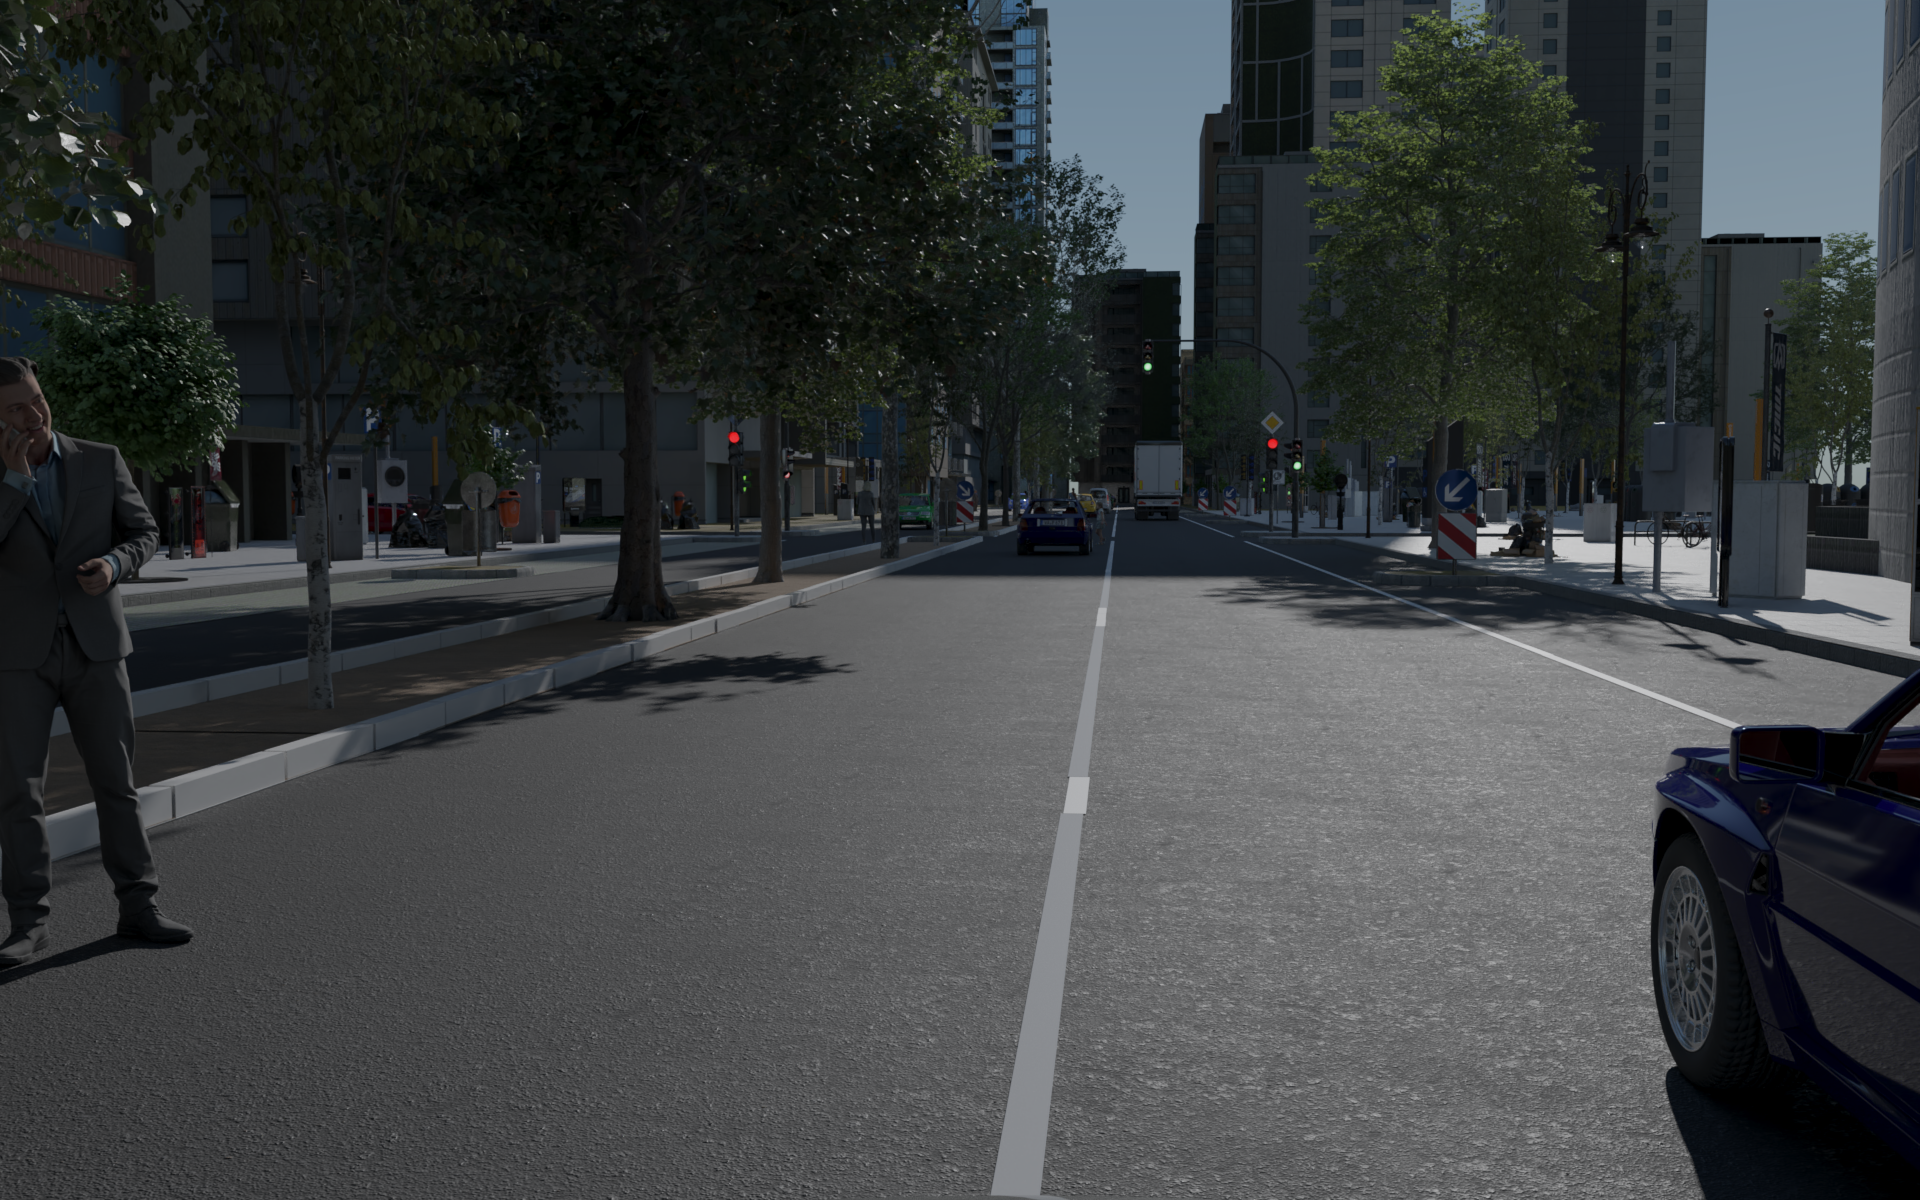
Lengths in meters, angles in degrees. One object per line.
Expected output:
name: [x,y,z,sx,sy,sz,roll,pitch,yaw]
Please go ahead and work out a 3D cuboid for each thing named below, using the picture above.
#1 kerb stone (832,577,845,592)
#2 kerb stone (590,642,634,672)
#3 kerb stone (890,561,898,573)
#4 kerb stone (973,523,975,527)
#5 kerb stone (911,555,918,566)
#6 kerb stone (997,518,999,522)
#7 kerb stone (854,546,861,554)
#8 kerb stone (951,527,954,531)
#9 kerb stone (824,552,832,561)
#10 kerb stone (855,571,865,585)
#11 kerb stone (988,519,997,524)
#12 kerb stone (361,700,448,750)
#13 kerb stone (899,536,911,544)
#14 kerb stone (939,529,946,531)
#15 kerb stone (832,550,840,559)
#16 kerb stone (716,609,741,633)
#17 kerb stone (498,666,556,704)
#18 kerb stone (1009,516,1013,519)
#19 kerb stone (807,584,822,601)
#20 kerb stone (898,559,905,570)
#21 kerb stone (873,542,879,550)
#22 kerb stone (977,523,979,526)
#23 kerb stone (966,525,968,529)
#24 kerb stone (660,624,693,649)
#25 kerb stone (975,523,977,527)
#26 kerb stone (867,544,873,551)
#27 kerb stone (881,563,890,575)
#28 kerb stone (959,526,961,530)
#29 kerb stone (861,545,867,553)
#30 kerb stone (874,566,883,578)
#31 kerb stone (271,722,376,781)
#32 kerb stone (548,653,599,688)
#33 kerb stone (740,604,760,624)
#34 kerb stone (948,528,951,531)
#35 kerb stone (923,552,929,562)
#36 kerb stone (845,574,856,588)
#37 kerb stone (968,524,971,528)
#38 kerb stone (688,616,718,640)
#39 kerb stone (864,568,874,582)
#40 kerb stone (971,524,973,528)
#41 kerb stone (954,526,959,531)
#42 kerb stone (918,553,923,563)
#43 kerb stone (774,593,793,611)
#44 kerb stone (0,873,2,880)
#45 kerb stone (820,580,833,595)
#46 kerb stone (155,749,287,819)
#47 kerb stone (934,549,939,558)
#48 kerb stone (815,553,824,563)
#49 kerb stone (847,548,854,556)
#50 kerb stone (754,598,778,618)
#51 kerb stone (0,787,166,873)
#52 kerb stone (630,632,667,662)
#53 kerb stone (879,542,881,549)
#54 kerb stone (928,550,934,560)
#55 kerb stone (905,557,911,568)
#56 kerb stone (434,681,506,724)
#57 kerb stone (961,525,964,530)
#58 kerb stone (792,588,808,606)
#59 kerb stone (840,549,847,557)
kerb stone: [-1.874,-0.203,25.512,0.120,0.150,1.000,0,4,5]
kerb stone: [-2.911,0.485,14.274,0.120,0.150,1.000,0,4,5]
kerb stone: [-1.306,-0.577,31.637,0.120,0.150,1.000,0,4,5]
kerb stone: [0.415,-3.116,73.178,0.120,0.150,1.000,0,4,5]
kerb stone: [-1.016,-0.761,34.703,0.120,0.150,1.000,0,4,5]
kerb stone: [1.724,-3.993,87.481,0.120,0.150,1.000,0,4,5]
kerb stone: [-2.549,-1.152,41.027,0.120,0.150,1.000,0,4,5]
kerb stone: [-0.437,-2.555,63.971,0.120,0.150,1.000,0,4,5]
kerb stone: [-2.929,-0.901,36.931,0.120,0.150,1.000,0,4,5]
kerb stone: [-1.678,-0.328,27.555,0.120,0.150,1.000,0,4,5]
kerb stone: [1.637,-3.929,86.458,0.120,0.150,1.000,0,4,5]
kerb stone: [-3.278,0.735,10.180,0.120,0.150,1.000,0,4,5]
kerb stone: [-1.619,-1.776,51.227,0.120,0.150,1.000,0,4,5]
kerb stone: [-0.619,-2.431,61.935,0.120,0.150,1.000,0,4,5]
kerb stone: [-2.827,-0.962,37.948,0.120,0.150,1.000,0,4,5]
kerb stone: [-2.515,0.234,18.364,0.120,0.150,1.000,0,4,5]
kerb stone: [-3.096,0.612,12.236,0.120,0.150,1.000,0,4,5]
kerb stone: [3.139,-4.929,102.778,0.120,0.150,1.000,0,4,5]
kerb stone: [-2.051,-0.078,23.471,0.120,0.150,1.000,0,4,5]
kerb stone: [-1.209,-0.635,32.657,0.120,0.150,1.000,0,4,5]
kerb stone: [-2.263,-1.339,44.087,0.120,0.150,1.000,0,4,5]
kerb stone: [0.597,-3.237,75.221,0.120,0.150,1.000,0,4,5]
kerb stone: [0.119,-2.930,70.108,0.120,0.150,1.000,0,4,5]
kerb stone: [-2.720,0.359,16.329,0.120,0.150,1.000,0,4,5]
kerb stone: [0.507,-3.179,74.197,0.120,0.150,1.000,0,4,5]
kerb stone: [-2.365,-1.276,43.064,0.120,0.150,1.000,0,4,5]
kerb stone: [-1.400,-0.515,30.614,0.120,0.150,1.000,0,4,5]
kerb stone: [-0.153,-2.743,67.046,0.120,0.150,1.000,0,4,5]
kerb stone: [-2.451,-1.214,42.046,0.120,0.150,1.000,0,4,5]
kerb stone: [-1.494,-0.447,29.597,0.120,0.150,1.000,0,4,5]
kerb stone: [-3.374,0.798,9.156,0.120,0.150,1.000,0,4,5]
kerb stone: [-2.991,0.547,13.255,0.120,0.150,1.000,0,4,5]
kerb stone: [-2.431,0.179,19.388,0.120,0.150,1.000,0,4,5]
kerb stone: [-0.535,-2.493,62.953,0.120,0.150,1.000,0,4,5]
kerb stone: [-0.831,-0.890,36.746,0.120,0.150,1.000,0,4,5]
kerb stone: [-1.773,-0.266,26.537,0.120,0.150,1.000,0,4,5]
kerb stone: [0.228,-2.993,71.135,0.120,0.150,1.000,0,4,5]
kerb stone: [-2.623,0.297,17.348,0.120,0.150,1.000,0,4,5]
kerb stone: [-1.588,-0.390,28.576,0.120,0.150,1.000,0,4,5]
kerb stone: [0.320,-3.056,72.158,0.120,0.150,1.000,0,4,5]
kerb stone: [-0.250,-2.680,66.022,0.120,0.150,1.000,0,4,5]
kerb stone: [-0.930,-0.827,35.723,0.120,0.150,1.000,0,4,5]
kerb stone: [-2.250,0.046,21.436,0.120,0.150,1.000,0,4,5]
kerb stone: [-3.657,0.985,6.089,0.120,0.150,1.000,0,4,5]
kerb stone: [-1.973,-0.140,24.491,0.120,0.150,1.000,0,4,5]
kerb stone: [-3.466,0.861,8.124,0.120,0.150,1.000,0,4,5]
kerb stone: [-0.645,-1.015,38.796,0.120,0.150,1.000,0,4,5]
kerb stone: [-3.017,-0.839,35.913,0.120,0.150,1.000,0,4,5]
kerb stone: [-2.641,-1.088,40.003,0.120,0.150,1.000,0,4,5]
kerb stone: [-2.339,0.109,20.416,0.120,0.150,1.000,0,4,5]
kerb stone: [-3.564,0.925,7.107,0.120,0.150,1.000,0,4,5]
kerb stone: [-2.800,0.424,15.302,0.120,0.150,1.000,0,4,5]
kerb stone: [-2.171,-1.401,45.105,0.120,0.150,1.000,0,4,5]
kerb stone: [-0.739,-0.947,37.765,0.120,0.150,1.000,0,4,5]
kerb stone: [-1.113,-0.699,33.686,0.120,0.150,1.000,0,4,5]
kerb stone: [-3.190,0.672,11.206,0.120,0.150,1.000,0,4,5]
kerb stone: [-0.060,-2.806,68.067,0.120,0.150,1.000,0,4,5]
kerb stone: [-2.148,-0.014,22.453,0.120,0.150,1.000,0,4,5]
kerb stone: [-2.747,-1.027,38.983,0.120,0.150,1.000,0,4,5]
